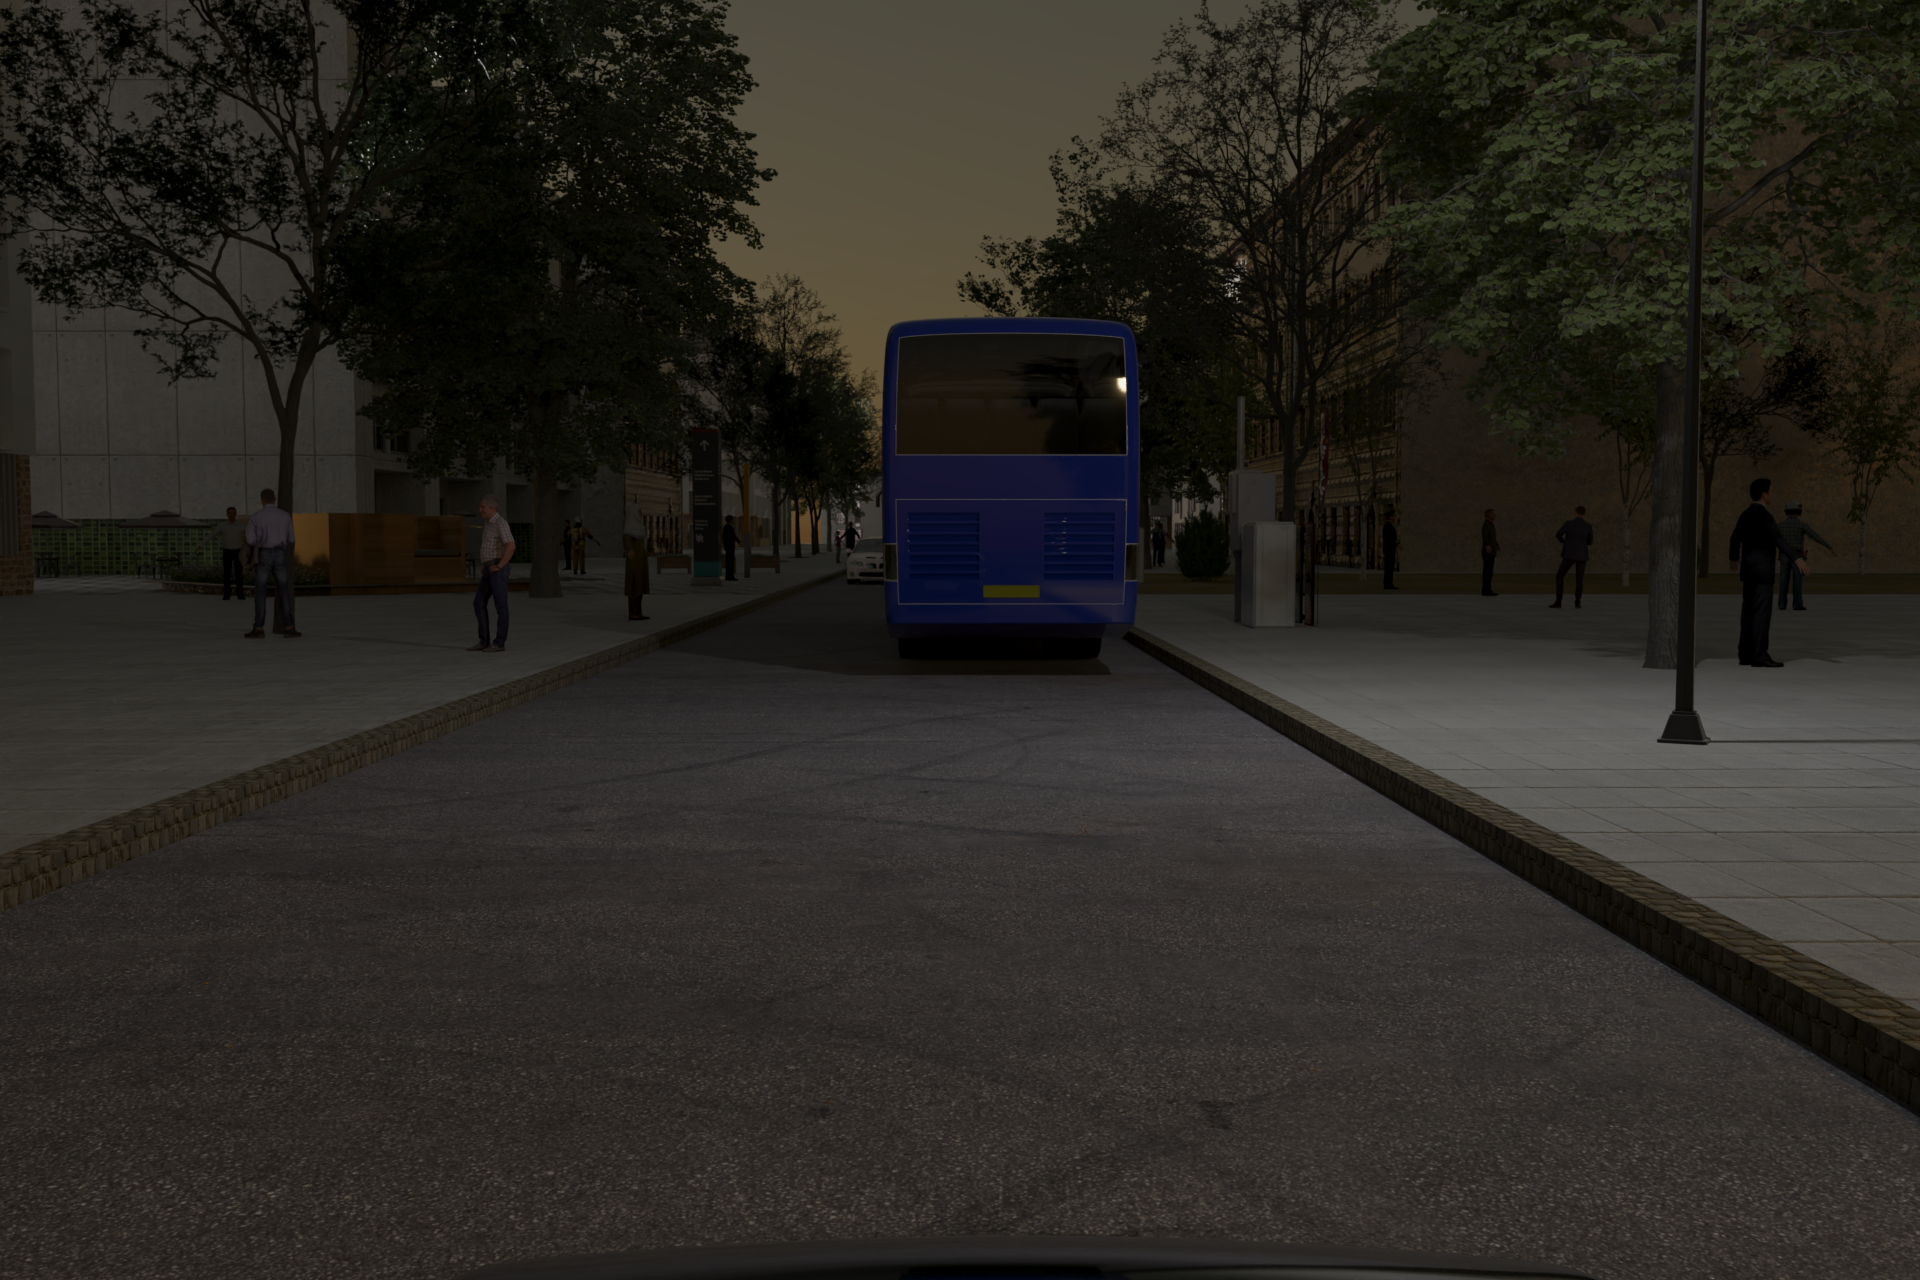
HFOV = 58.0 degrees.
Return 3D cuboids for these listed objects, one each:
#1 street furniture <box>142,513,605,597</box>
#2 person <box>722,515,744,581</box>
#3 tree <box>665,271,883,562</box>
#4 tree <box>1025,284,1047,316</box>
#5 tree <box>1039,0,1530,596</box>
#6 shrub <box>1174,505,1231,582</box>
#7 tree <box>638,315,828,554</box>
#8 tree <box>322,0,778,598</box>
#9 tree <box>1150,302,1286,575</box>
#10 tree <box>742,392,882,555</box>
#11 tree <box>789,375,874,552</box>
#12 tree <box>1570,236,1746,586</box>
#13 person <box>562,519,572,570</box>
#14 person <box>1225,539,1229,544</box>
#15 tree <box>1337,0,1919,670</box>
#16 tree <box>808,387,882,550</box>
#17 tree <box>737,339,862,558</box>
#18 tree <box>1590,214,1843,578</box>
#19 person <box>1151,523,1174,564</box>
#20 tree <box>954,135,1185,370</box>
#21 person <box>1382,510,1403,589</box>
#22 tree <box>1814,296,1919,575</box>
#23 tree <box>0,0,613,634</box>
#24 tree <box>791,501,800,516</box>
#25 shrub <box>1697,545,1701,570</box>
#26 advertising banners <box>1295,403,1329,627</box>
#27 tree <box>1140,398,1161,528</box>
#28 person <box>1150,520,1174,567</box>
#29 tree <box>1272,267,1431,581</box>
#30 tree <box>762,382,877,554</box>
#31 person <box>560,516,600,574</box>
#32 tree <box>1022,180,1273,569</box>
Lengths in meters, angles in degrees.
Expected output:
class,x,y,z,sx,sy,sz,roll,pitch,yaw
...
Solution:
class,x,y,z,sx,sy,sz,roll,pitch,yaw
street furniture,-14.956,-2.027,40.002,11.010,1.723,9.812,-3,5,-43
person,-6.310,-2.540,47.709,0.705,1.806,1.347,-2,4,-29
tree,-8.420,-10.386,80.186,12.009,13.543,11.850,0,3,0
tree,5.610,-16.794,130.472,12.611,20.169,13.585,0,3,0
tree,6.955,-7.687,36.061,12.009,13.543,11.850,0,3,0
shrub,6.596,-2.625,46.965,1.661,2.075,1.752,0,3,0
tree,-8.605,-8.204,68.545,7.601,10.594,8.767,2,4,33
tree,-8.516,-7.838,34.809,9.857,13.997,8.962,0,3,0
tree,8.214,-6.309,53.521,4.737,8.622,4.395,0,3,0
tree,-8.892,-10.426,104.879,8.767,10.594,7.601,-1,4,-14
tree,-9.777,-12.590,123.965,7.486,12.596,7.792,0,3,0
tree,16.550,-5.625,42.330,4.737,8.622,4.395,0,3,0
person,-14.033,-3.400,61.807,0.704,1.802,1.346,0,4,-3
person,9.907,-3.333,60.758,1.348,1.796,0.705,2,4,31
tree,6.859,-5.974,15.803,7.486,12.596,7.792,0,3,0
tree,-9.186,-14.024,139.656,12.009,13.543,11.850,0,3,0
tree,-8.822,-10.199,92.505,9.928,11.665,9.643,0,3,0
tree,21.955,-7.075,50.092,7.601,10.594,8.767,-1,4,-13
person,8.641,-4.111,73.933,1.216,1.740,0.721,-2,4,-30
tree,5.449,-14.036,85.383,12.611,20.169,13.585,0,3,0
person,10.011,-2.097,40.227,0.705,1.837,1.347,0,4,1
tree,28.822,-6.381,54.685,4.737,8.622,4.395,0,3,0
tree,-8.652,-5.335,21.634,8.767,10.594,7.601,-1,4,-12
tree,-23.669,-17.367,234.319,4.737,8.622,4.395,0,3,0
shrub,22.614,-2.623,54.002,1.383,1.207,1.383,0,3,0
advertising banners,4.903,-1.716,24.239,0.090,3.025,2.074,0,4,-1
tree,6.854,-7.569,74.109,4.360,8.622,3.978,0,3,0
person,7.704,-3.769,67.475,1.347,1.847,0.705,2,4,34
tree,11.240,-5.931,47.327,4.360,8.622,3.978,0,3,0
tree,-9.366,-11.515,114.018,9.928,11.665,9.643,0,3,0
person,-12.174,-3.035,55.385,1.354,1.858,0.705,1,4,11
tree,6.779,-9.554,62.867,9.857,13.997,8.962,0,3,0
